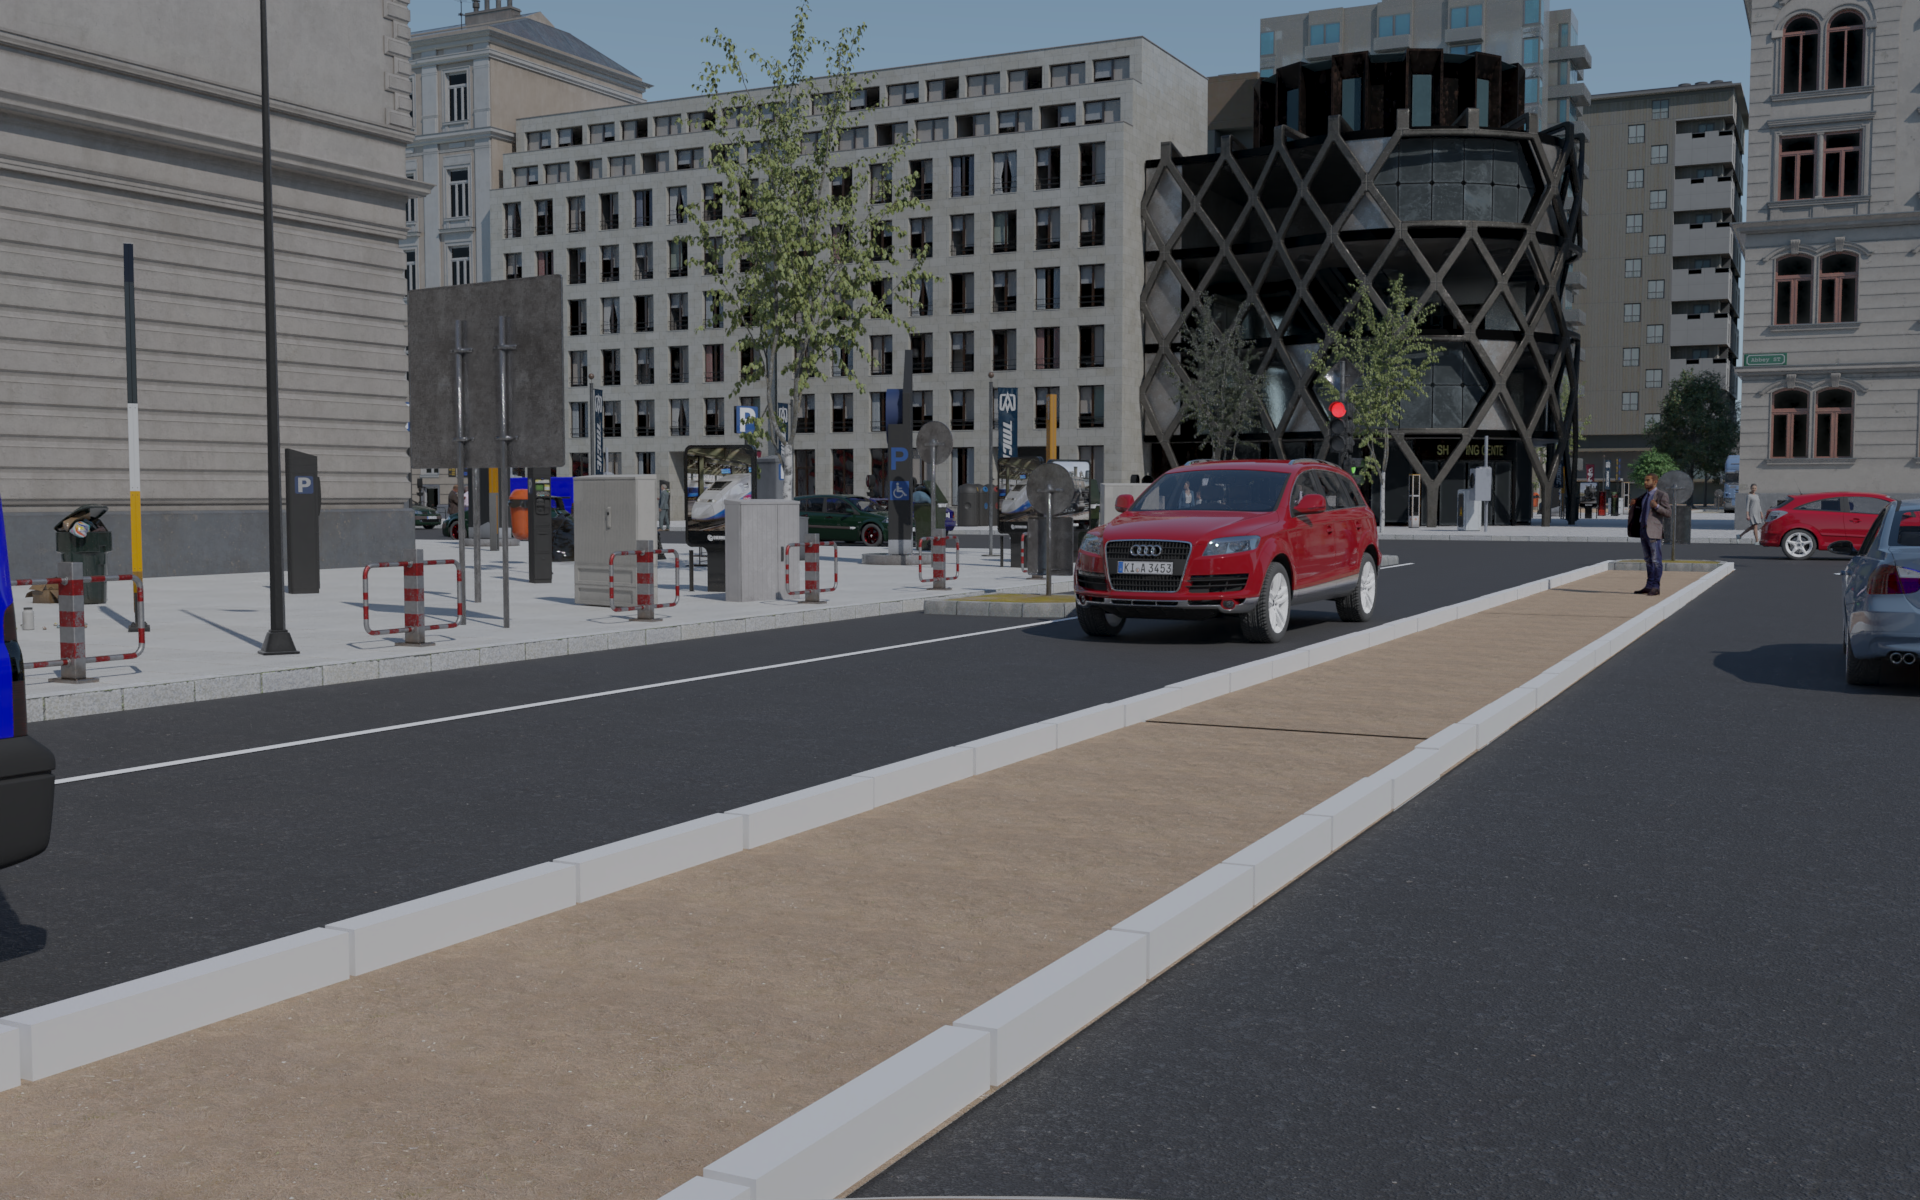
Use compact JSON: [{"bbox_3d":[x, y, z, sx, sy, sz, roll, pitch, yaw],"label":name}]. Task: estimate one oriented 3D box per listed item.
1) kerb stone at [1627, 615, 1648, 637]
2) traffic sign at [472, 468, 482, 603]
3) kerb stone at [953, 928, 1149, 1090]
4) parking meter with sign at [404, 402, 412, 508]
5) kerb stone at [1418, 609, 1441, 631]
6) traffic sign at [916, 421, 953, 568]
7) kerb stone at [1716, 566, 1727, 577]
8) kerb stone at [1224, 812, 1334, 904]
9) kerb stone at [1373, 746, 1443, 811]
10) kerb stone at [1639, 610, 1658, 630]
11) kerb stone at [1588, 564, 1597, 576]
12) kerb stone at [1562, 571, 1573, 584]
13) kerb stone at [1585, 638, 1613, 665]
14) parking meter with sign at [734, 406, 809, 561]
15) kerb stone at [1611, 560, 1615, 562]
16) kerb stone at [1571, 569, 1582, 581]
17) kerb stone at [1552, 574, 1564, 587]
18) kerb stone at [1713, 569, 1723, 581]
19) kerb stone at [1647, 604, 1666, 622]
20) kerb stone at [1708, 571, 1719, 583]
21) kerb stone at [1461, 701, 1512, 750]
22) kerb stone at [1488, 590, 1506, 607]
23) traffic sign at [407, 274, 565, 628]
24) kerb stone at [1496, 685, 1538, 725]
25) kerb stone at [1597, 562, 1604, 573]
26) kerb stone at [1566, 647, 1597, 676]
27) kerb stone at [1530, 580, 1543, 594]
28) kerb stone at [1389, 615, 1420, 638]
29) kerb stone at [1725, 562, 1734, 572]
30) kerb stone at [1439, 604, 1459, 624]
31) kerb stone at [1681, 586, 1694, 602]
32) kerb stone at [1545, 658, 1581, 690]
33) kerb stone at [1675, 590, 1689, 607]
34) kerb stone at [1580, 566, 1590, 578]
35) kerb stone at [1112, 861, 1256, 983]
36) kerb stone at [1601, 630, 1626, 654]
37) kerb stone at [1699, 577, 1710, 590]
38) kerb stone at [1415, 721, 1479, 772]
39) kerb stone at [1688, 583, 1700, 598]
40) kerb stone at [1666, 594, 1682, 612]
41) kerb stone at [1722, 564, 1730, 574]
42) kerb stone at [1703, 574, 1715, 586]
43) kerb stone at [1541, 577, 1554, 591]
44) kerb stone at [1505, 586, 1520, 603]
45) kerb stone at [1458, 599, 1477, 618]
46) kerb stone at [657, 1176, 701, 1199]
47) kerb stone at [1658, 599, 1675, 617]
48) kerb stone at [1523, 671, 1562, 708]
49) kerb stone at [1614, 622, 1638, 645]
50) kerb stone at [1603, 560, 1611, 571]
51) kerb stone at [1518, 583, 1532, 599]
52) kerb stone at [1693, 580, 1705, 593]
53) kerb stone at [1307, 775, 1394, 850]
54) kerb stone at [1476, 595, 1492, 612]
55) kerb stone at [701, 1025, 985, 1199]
[{"bbox_3d":[6.797,0.289,17.464,0.120,0.150,1.000,2,4,27],"label":"kerb stone"},{"bbox_3d":[-5.700,-1.241,20.403,0.768,2.556,0.104,2,4,32],"label":"traffic sign"},{"bbox_3d":[0.263,1.074,4.628,0.120,0.150,1.000,2,4,27],"label":"kerb stone"},{"bbox_3d":[-11.123,-2.271,33.388,1.738,3.016,0.543,2,4,35],"label":"parking meter with sign"},{"bbox_3d":[4.912,0.234,18.377,0.120,0.150,1.000,2,4,27],"label":"kerb stone"},{"bbox_3d":[-0.466,-1.838,30.164,0.768,2.556,0.104,2,4,32],"label":"traffic sign"},{"bbox_3d":[12.851,-0.437,29.348,0.120,0.150,1.000,2,4,27],"label":"kerb stone"},{"bbox_3d":[1.193,0.962,6.460,0.120,0.150,1.000,2,4,27],"label":"kerb stone"},{"bbox_3d":[2.135,0.856,8.296,0.120,0.150,1.000,2,4,27],"label":"kerb stone"},{"bbox_3d":[7.264,0.234,18.376,0.120,0.150,1.000,2,4,27],"label":"kerb stone"},{"bbox_3d":[10.968,-0.495,30.281,0.120,0.150,1.000,2,4,27],"label":"kerb stone"},{"bbox_3d":[9.567,-0.326,27.525,0.120,0.150,1.000,2,4,27],"label":"kerb stone"},{"bbox_3d":[5.401,0.458,14.721,0.120,0.150,1.000,2,4,27],"label":"kerb stone"},{"bbox_3d":[-3.644,-2.297,33.809,1.738,3.016,0.543,3,5,44],"label":"parking meter with sign"},{"bbox_3d":[12.366,-0.663,33.028,0.120,0.150,1.000,2,4,27],"label":"kerb stone"},{"bbox_3d":[10.035,-0.379,28.444,0.120,0.150,1.000,2,4,27],"label":"kerb stone"},{"bbox_3d":[9.098,-0.270,26.606,0.120,0.150,1.000,2,4,27],"label":"kerb stone"},{"bbox_3d":[12.385,-0.378,28.434,0.120,0.150,1.000,2,4,27],"label":"kerb stone"},{"bbox_3d":[7.726,0.177,19.296,0.120,0.150,1.000,2,4,27],"label":"kerb stone"},{"bbox_3d":[11.919,-0.326,27.521,0.120,0.150,1.000,2,4,27],"label":"kerb stone"},{"bbox_3d":[3.066,0.738,10.126,0.120,0.150,1.000,2,4,27],"label":"kerb stone"},{"bbox_3d":[6.769,0.010,22.031,0.120,0.150,1.000,2,4,27],"label":"kerb stone"},{"bbox_3d":[-4.606,-1.396,16.696,2.265,3.308,0.079,3,4,36],"label":"traffic sign"},{"bbox_3d":[3.529,0.688,11.047,0.120,0.150,1.000,2,4,27],"label":"kerb stone"},{"bbox_3d":[11.438,-0.543,31.201,0.120,0.150,1.000,2,4,27],"label":"kerb stone"},{"bbox_3d":[4.930,0.514,13.799,0.120,0.150,1.000,2,4,27],"label":"kerb stone"},{"bbox_3d":[8.165,-0.158,24.778,0.120,0.150,1.000,2,4,27],"label":"kerb stone"},{"bbox_3d":[4.439,0.289,17.468,0.120,0.150,1.000,2,4,27],"label":"kerb stone"},{"bbox_3d":[13.789,-0.549,31.179,0.120,0.150,1.000,2,4,27],"label":"kerb stone"},{"bbox_3d":[5.371,0.177,19.294,0.120,0.150,1.000,2,4,27],"label":"kerb stone"},{"bbox_3d":[9.593,-0.046,22.951,0.120,0.150,1.000,2,4,27],"label":"kerb stone"},{"bbox_3d":[4.466,0.571,12.879,0.120,0.150,1.000,2,4,27],"label":"kerb stone"},{"bbox_3d":[9.132,0.010,22.036,0.120,0.150,1.000,2,4,27],"label":"kerb stone"},{"bbox_3d":[10.502,-0.438,29.364,0.120,0.150,1.000,2,4,27],"label":"kerb stone"},{"bbox_3d":[0.729,1.018,5.546,0.120,0.150,1.000,2,4,27],"label":"kerb stone"},{"bbox_3d":[5.870,0.401,15.634,0.120,0.150,1.000,2,4,27],"label":"kerb stone"},{"bbox_3d":[10.991,-0.206,25.695,0.120,0.150,1.000,2,4,27],"label":"kerb stone"},{"bbox_3d":[2.590,0.794,9.218,0.120,0.150,1.000,2,4,27],"label":"kerb stone"},{"bbox_3d":[10.062,-0.102,23.867,0.120,0.150,1.000,2,4,27],"label":"kerb stone"},{"bbox_3d":[8.665,0.066,21.124,0.120,0.150,1.000,2,4,27],"label":"kerb stone"},{"bbox_3d":[13.314,-0.493,30.262,0.120,0.150,1.000,2,4,27],"label":"kerb stone"},{"bbox_3d":[11.456,-0.270,26.607,0.120,0.150,1.000,2,4,27],"label":"kerb stone"},{"bbox_3d":[8.632,-0.214,25.690,0.120,0.150,1.000,2,4,27],"label":"kerb stone"},{"bbox_3d":[7.234,-0.046,22.944,0.120,0.150,1.000,2,4,27],"label":"kerb stone"},{"bbox_3d":[5.846,0.123,20.201,0.120,0.150,1.000,2,4,27],"label":"kerb stone"},{"bbox_3d":[-0.669,1.190,2.799,0.120,0.150,1.000,2,4,27],"label":"kerb stone"},{"bbox_3d":[8.199,0.122,20.205,0.120,0.150,1.000,2,4,27],"label":"kerb stone"},{"bbox_3d":[4.004,0.630,11.964,0.120,0.150,1.000,2,4,27],"label":"kerb stone"},{"bbox_3d":[6.334,0.345,16.550,0.120,0.150,1.000,2,4,27],"label":"kerb stone"},{"bbox_3d":[11.907,-0.607,32.112,0.120,0.150,1.000,2,4,27],"label":"kerb stone"},{"bbox_3d":[7.706,-0.101,23.854,0.120,0.150,1.000,2,4,27],"label":"kerb stone"},{"bbox_3d":[10.525,-0.157,24.782,0.120,0.150,1.000,2,4,27],"label":"kerb stone"},{"bbox_3d":[1.661,0.906,7.378,0.120,0.150,1.000,2,4,27],"label":"kerb stone"},{"bbox_3d":[6.306,0.070,21.117,0.120,0.150,1.000,2,4,27],"label":"kerb stone"},{"bbox_3d":[-0.209,1.131,3.718,0.120,0.150,1.000,2,4,27],"label":"kerb stone"}]
